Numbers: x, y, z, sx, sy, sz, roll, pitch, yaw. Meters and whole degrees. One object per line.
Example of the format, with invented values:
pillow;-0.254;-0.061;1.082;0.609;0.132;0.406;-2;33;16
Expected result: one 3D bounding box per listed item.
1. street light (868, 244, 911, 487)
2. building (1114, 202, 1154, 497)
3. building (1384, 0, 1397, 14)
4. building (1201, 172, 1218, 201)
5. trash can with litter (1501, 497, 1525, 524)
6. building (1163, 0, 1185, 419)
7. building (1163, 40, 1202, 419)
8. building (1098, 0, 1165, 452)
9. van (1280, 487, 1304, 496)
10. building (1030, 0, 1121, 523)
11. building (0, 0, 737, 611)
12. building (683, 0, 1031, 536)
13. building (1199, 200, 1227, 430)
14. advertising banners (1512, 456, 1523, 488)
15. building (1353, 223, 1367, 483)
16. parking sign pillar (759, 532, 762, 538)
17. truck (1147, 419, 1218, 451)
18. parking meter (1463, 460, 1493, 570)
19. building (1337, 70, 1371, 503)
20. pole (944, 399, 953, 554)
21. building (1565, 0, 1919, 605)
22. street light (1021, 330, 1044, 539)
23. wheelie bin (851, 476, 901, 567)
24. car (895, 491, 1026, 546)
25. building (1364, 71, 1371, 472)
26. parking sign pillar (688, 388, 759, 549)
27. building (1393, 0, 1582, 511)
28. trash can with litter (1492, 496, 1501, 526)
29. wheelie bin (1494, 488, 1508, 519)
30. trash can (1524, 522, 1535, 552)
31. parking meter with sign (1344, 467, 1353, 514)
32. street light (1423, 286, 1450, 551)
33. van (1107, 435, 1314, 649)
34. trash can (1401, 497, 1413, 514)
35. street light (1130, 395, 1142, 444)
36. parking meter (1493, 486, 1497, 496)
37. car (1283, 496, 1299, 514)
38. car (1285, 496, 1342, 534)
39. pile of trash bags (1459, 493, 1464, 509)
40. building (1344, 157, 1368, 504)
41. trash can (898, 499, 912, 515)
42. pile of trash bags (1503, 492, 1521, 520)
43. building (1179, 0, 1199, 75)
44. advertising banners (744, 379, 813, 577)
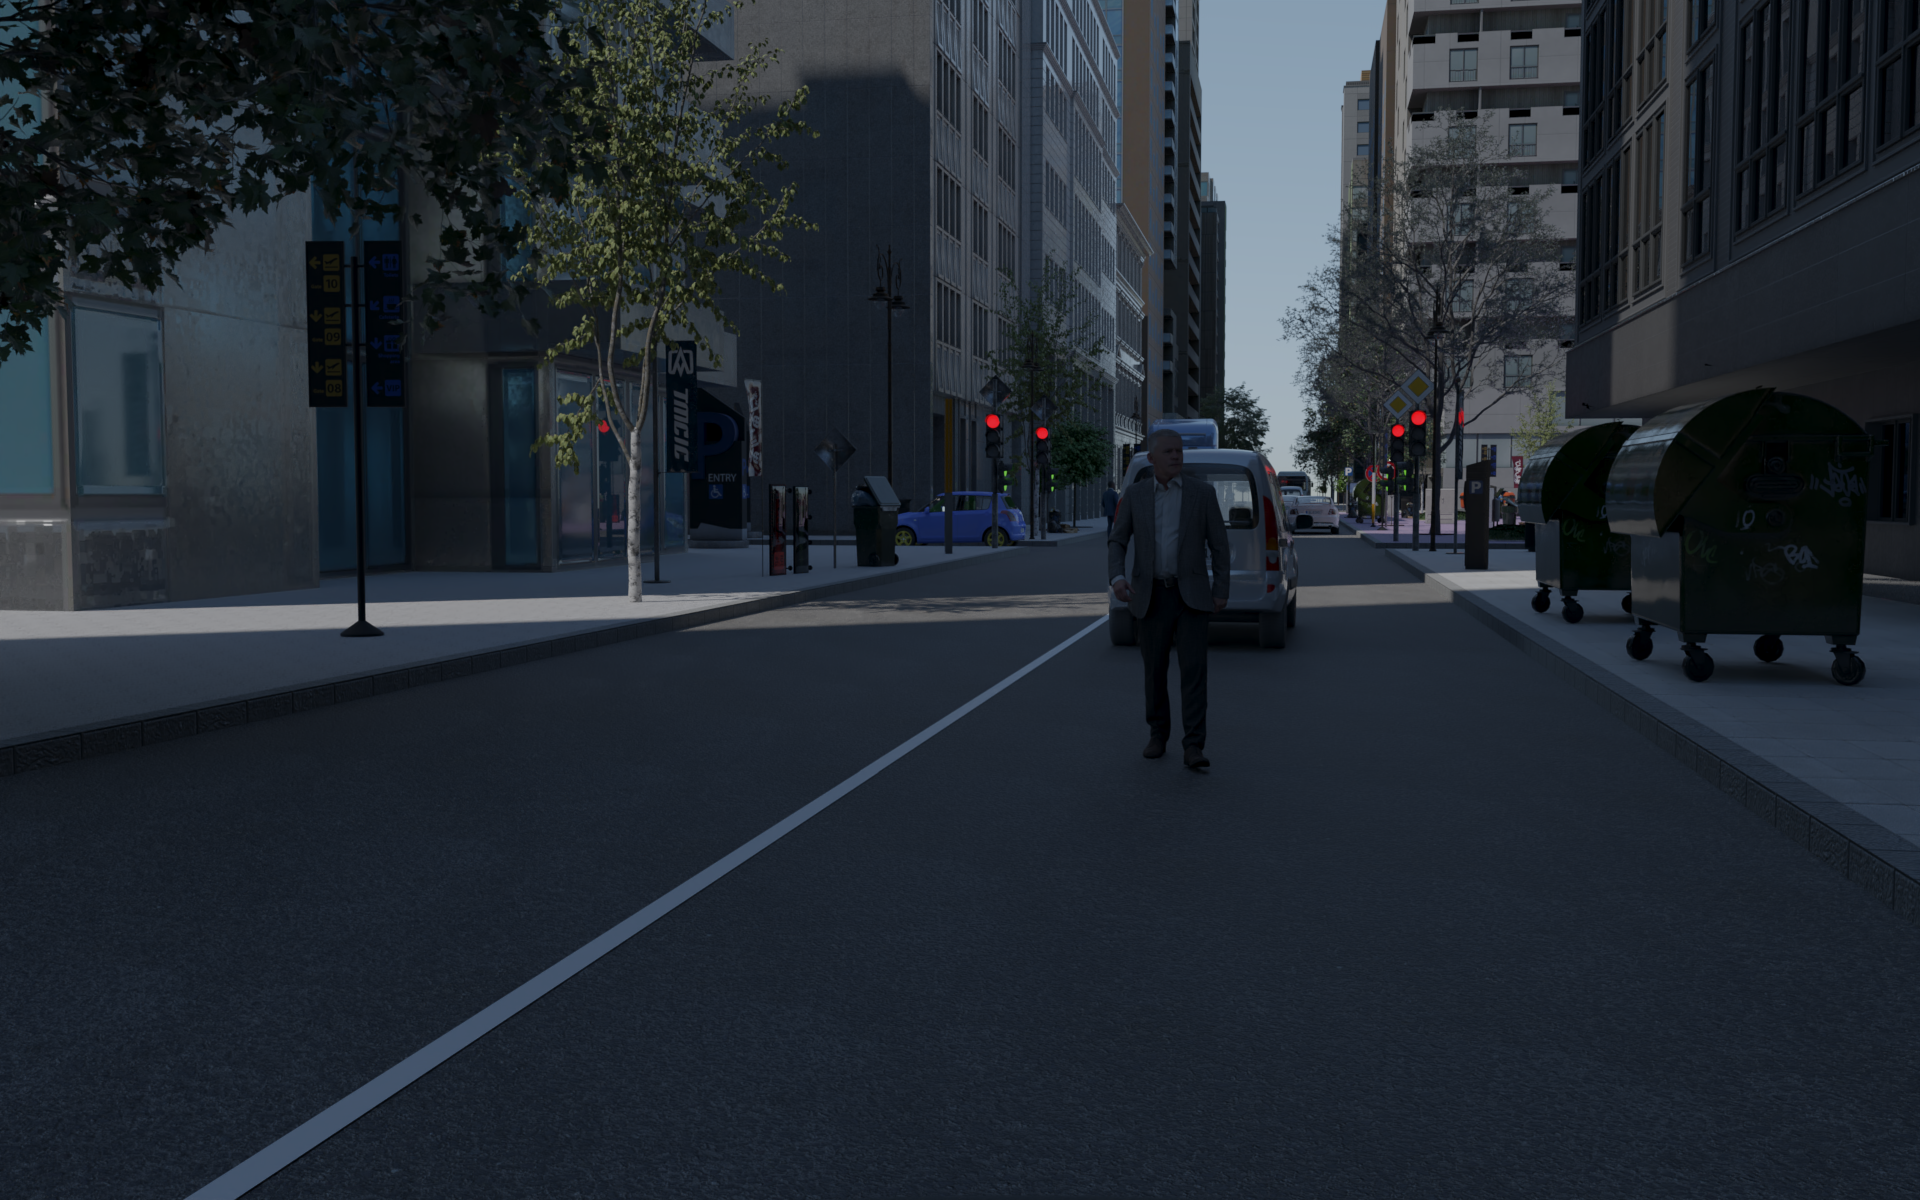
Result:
street light;-1.306;-3.637;32.250;0.468;5.910;1.993;1;4;11
building;5.819;-16.874;112.042;11.583;22.565;21.152;1;4;11
building;44.309;-30.789;153.510;14.600;45.320;14.200;1;4;11
building;27.995;-39.093;258.773;23.786;49.044;30.456;1;4;11
trash can with litter;19.818;-3.075;61.664;1.055;1.170;0.624;2;4;34
building;9.172;-51.358;152.373;22.319;86.520;31.000;1;4;11
building;13.770;-34.071;180.757;21.300;48.544;21.600;1;4;11
building;7.945;-29.405;130.888;14.600;45.320;14.200;1;4;11
van;18.890;-5.619;98.886;2.013;2.044;4.112;1;4;12
building;0.943;-18.922;86.863;11.434;29.767;29.804;1;4;11
building;-20.294;-25.073;29.552;30.456;49.044;23.786;1;4;11
building;-4.894;-14.975;62.860;12.078;24.808;19.932;1;4;11
building;28.784;-33.786;235.993;14.154;41.232;14.086;1;4;11
advertising banners;26.235;-5.071;79.096;2.074;3.025;0.090;1;4;11
building;48.873;-25.167;183.188;14.160;30.474;14.107;1;4;11
parking sign pillar;-6.478;-3.795;50.515;1.447;3.967;1.447;-1;4;-21
truck;8.992;-4.782;67.940;2.967;4.110;18.799;1;4;9
parking meter;8.791;-1.454;29.491;0.399;1.863;0.255;2;4;28
building;64.657;-43.072;246.225;21.231;58.520;28.212;1;4;11
pole;-0.247;-2.649;37.150;0.158;3.312;0.155;0;3;0
building;17.046;-13.977;22.030;14.314;27.812;24.014;1;4;11
street light;2.045;-4.662;49.004;0.468;5.910;1.993;1;4;11
wheelie bin;-1.524;-1.397;30.752;0.693;1.594;0.980;2;4;33
car;-0.181;-2.120;44.260;3.694;1.707;1.945;1;4;12
building;46.684;-31.644;167.488;14.600;45.320;14.200;1;4;11
parking sign pillar;-5.758;-3.225;41.198;1.447;3.967;1.447;1;4;9
building;47.413;-33.163;131.451;28.713;52.752;27.495;1;4;11
trash can with litter;18.545;-2.950;59.297;1.678;1.210;2.233;2;4;30
wheelie bin;28.143;-5.022;90.018;0.693;1.594;0.980;0;4;1
trash can;12.872;-1.641;38.491;0.748;1.137;0.748;0;3;0
parking meter with sign;25.760;-7.212;114.184;0.543;3.016;1.738;2;4;24
street light;10.586;-4.026;38.607;0.468;5.910;1.993;1;4;11
van;2.542;-0.645;17.561;2.013;2.044;4.112;1;4;13
trash can;25.219;-5.268;97.791;0.748;1.137;0.748;0;3;0
street light;8.240;-6.624;81.093;0.468;5.910;1.993;1;4;11
parking meter;34.449;-6.492;111.861;0.399;1.863;0.255;3;4;36
car;14.724;-3.998;77.736;2.083;1.381;4.827;1;4;12
car;12.917;-3.120;63.370;2.083;1.381;4.827;1;4;11
pile of trash bags;30.223;-5.447;98.816;3.447;1.369;1.912;0;4;0
building;54.693;-32.302;211.724;14.154;41.232;14.086;1;4;11
trash can;-1.712;-2.272;48.798;0.748;1.137;0.748;0;3;0
pile of trash bags;28.638;-4.682;86.297;3.447;1.369;1.912;-1;4;-14
building;21.693;-47.741;218.816;20.563;71.187;20.611;1;4;11
advertising banners;-2.858;-1.900;27.255;0.090;3.025;2.074;2;4;24
